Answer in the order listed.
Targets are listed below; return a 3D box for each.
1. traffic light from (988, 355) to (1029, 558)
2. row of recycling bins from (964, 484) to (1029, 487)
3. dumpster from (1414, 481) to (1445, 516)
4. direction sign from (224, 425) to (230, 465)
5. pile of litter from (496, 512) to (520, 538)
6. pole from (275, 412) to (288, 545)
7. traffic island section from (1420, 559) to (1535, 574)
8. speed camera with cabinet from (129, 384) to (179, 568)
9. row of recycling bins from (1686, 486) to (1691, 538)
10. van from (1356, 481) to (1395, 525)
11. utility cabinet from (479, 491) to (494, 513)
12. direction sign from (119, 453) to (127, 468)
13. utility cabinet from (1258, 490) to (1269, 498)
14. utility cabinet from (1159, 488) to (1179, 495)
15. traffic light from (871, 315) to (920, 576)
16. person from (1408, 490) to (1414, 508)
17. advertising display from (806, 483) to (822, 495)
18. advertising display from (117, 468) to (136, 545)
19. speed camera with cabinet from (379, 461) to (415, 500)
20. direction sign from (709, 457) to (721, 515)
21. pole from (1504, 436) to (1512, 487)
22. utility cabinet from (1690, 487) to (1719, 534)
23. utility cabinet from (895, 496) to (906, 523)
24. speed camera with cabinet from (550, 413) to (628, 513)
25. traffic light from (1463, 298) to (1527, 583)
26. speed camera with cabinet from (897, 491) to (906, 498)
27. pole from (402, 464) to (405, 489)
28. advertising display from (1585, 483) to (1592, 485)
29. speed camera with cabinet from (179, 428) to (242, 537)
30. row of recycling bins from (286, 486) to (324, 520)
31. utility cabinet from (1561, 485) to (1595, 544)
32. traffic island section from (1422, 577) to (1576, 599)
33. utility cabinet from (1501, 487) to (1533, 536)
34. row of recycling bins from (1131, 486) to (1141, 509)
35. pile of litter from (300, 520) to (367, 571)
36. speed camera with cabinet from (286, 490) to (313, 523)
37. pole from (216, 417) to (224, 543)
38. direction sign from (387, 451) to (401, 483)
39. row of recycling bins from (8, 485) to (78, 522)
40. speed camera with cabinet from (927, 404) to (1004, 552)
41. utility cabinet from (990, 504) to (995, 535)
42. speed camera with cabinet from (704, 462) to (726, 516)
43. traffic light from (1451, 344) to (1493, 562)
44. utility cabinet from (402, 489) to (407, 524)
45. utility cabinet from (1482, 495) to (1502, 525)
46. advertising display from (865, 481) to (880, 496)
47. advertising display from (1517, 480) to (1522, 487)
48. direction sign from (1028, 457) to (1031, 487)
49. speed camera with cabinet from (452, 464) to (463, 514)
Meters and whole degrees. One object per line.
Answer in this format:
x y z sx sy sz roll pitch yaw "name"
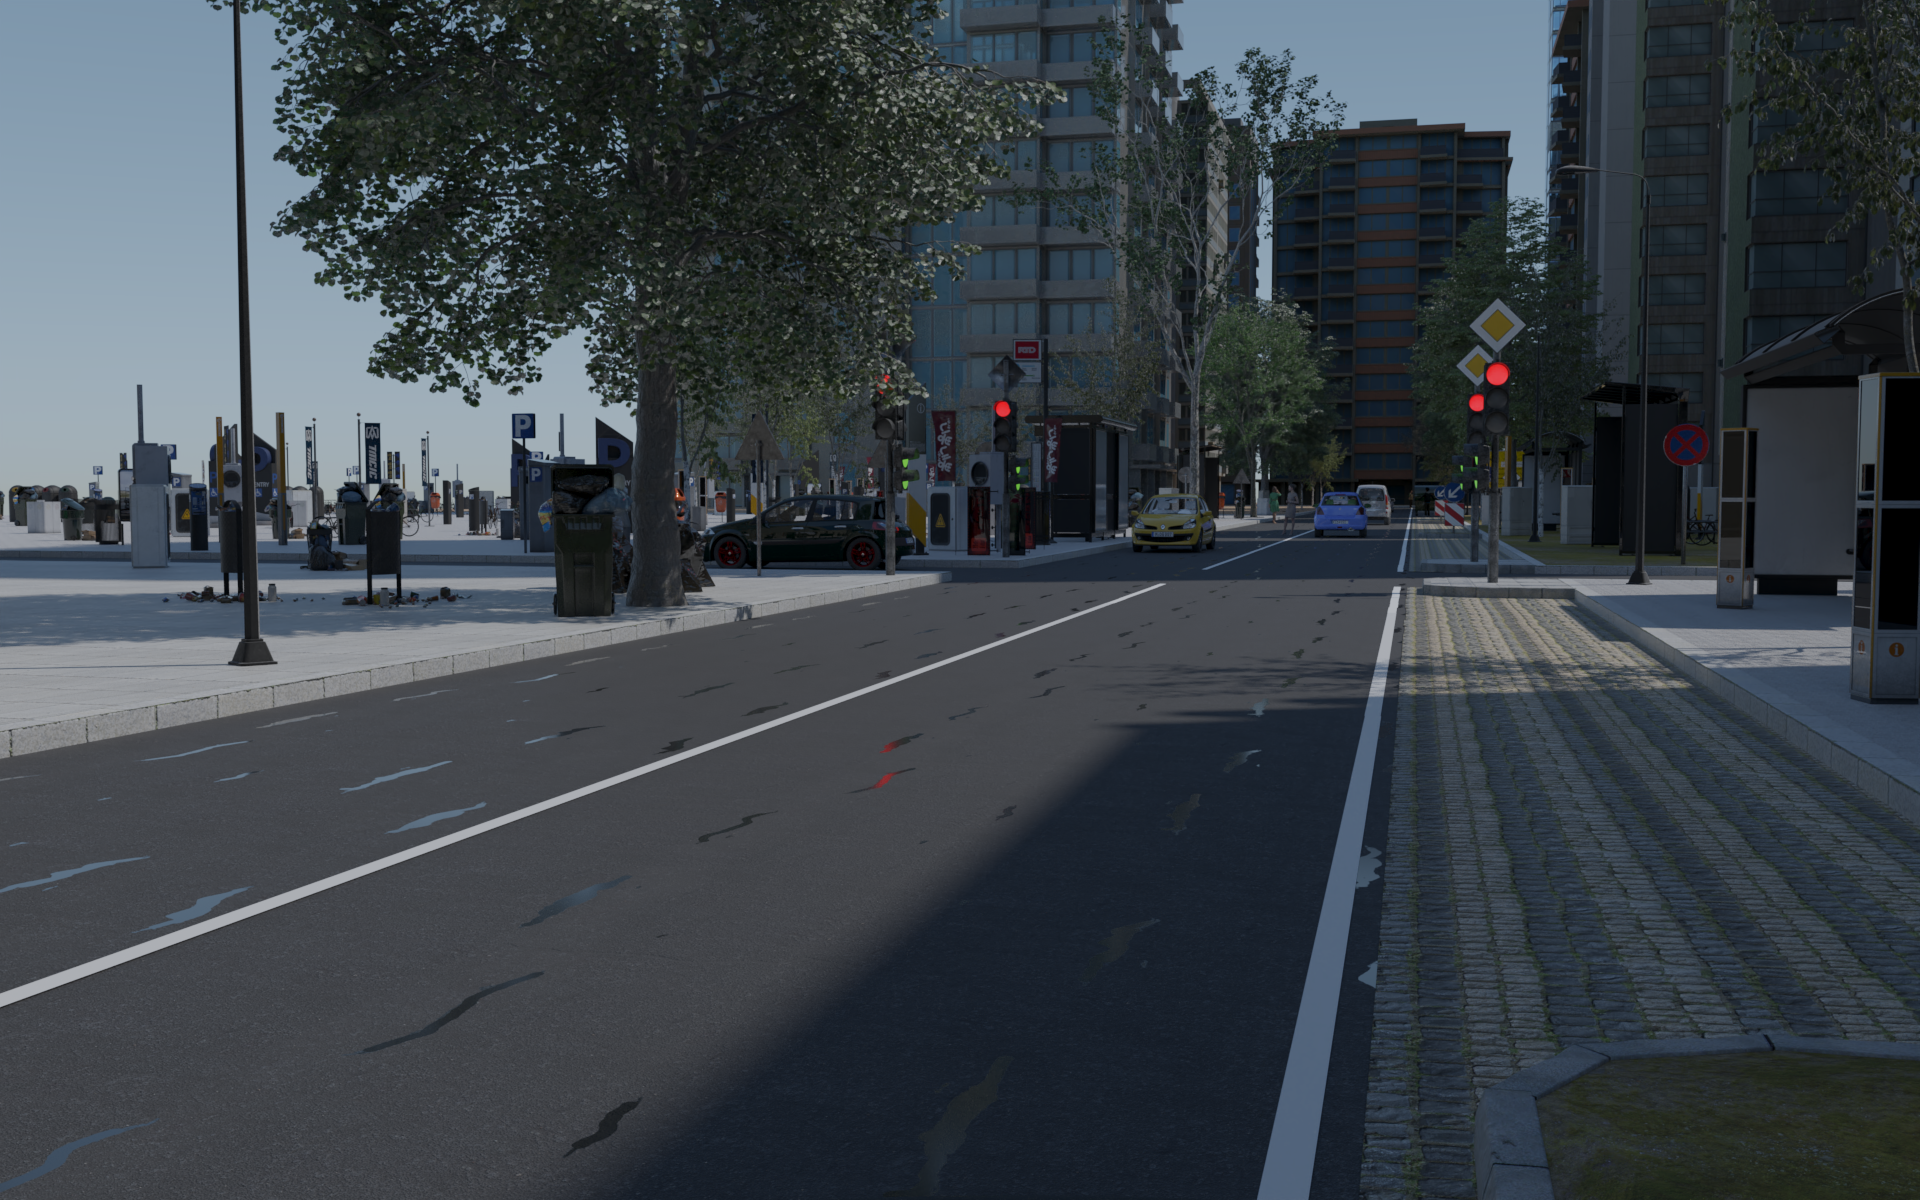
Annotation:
0.946 -2.815 34.943 0.839 4.253 0.868 1 4 15 "traffic light"
1.575 -4.175 75.375 3.534 1.692 1.069 2 4 32 "row of recycling bins"
30.507 -6.582 112.566 1.985 2.255 1.502 1 4 14 "dumpster"
-24.258 -3.998 57.364 0.379 3.537 0.876 -2 4 -31 "direction sign"
-12.947 -2.250 50.758 1.176 0.858 1.719 -2 4 -32 "pile of litter"
-16.928 -3.019 43.209 0.158 3.312 0.155 0 3 0 "pole"
9.751 -0.642 32.771 2.009 0.180 2.903 1 4 15 "traffic island section"
-14.370 -2.228 30.766 0.660 3.252 2.038 -1 4 -22 "speed camera with cabinet"
20.769 -2.675 50.842 1.069 1.692 3.534 1 4 18 "row of recycling bins"
19.367 -4.547 81.348 2.013 2.044 4.112 1 4 15 "van"
-30.229 -6.203 110.095 1.173 1.500 0.318 0 4 4 "utility cabinet"
-45.794 -6.292 94.870 0.876 3.537 0.379 3 5 42 "direction sign"
18.479 -5.917 105.424 0.318 1.500 1.173 2 4 28 "utility cabinet"
7.664 -3.351 63.472 0.318 1.500 1.173 -1 4 -16 "utility cabinet"
-1.081 -2.342 27.219 0.839 4.253 0.868 1 4 15 "traffic light"
46.448 -10.376 178.244 0.705 1.812 1.348 3 5 41 "person"
-8.478 -5.835 100.618 0.974 1.923 0.123 -2 4 -33 "advertising display"
-20.653 -2.349 43.618 0.974 1.923 0.123 -3 4 -36 "advertising display"
-33.512 -6.649 103.053 2.038 3.252 0.660 -1 4 -21 "speed camera with cabinet"
-15.023 -6.981 106.129 0.379 3.537 0.876 3 5 45 "direction sign"
19.278 -4.105 60.965 0.158 3.312 0.155 0 3 0 "pole"
23.727 -2.864 55.503 0.318 1.500 1.173 -3 4 -39 "utility cabinet"
-1.592 -1.947 42.998 0.306 1.237 1.020 -1 4 -15 "utility cabinet"
-9.067 -2.935 42.321 2.038 3.252 0.660 2 4 31 "speed camera with cabinet"
7.688 -2.203 24.942 0.839 4.253 0.868 1 4 15 "traffic light"
-2.508 -5.508 84.386 0.660 3.252 2.038 1 4 16 "speed camera with cabinet"
-37.401 -7.502 116.501 0.158 3.312 0.155 0 3 0 "pole"
36.604 -5.797 99.997 0.974 1.923 0.123 2 4 32 "advertising display"
-22.526 -3.521 51.908 2.038 3.252 0.660 -1 4 -13 "speed camera with cabinet"
-33.597 -4.917 87.501 3.534 1.692 1.069 2 4 24 "row of recycling bins"
15.870 -2.157 43.954 1.173 1.500 0.318 -1 4 -12 "utility cabinet"
7.724 -0.169 25.046 2.009 0.180 2.903 1 4 15 "traffic island section"
17.078 -2.715 53.069 1.173 1.500 0.318 -3 4 -39 "utility cabinet"
8.747 -5.190 91.967 1.069 1.692 3.534 -1 4 -11 "row of recycling bins"
-10.668 -0.952 29.535 1.176 0.858 1.719 -1 4 -14 "pile of litter"
-29.585 -5.006 76.181 0.660 3.252 2.038 3 4 38 "speed camera with cabinet"
-19.511 -3.171 45.691 0.158 3.312 0.155 0 3 0 "pole"
-30.075 -6.118 92.030 0.876 3.537 0.379 2 4 24 "direction sign"
-41.896 -4.409 79.203 3.534 1.692 1.069 1 4 14 "row of recycling bins"
0.146 -2.713 38.695 0.660 3.252 2.038 -3 5 -44 "speed camera with cabinet"
1.018 -2.615 53.918 1.020 1.237 0.306 -1 4 -20 "utility cabinet"
-14.613 -6.701 103.892 2.038 3.252 0.660 2 4 30 "speed camera with cabinet"
9.715 -2.676 32.667 0.839 4.253 0.868 1 4 15 "traffic light"
-23.897 -3.947 73.212 0.318 1.500 1.173 1 4 22 "utility cabinet"
21.972 -3.694 71.564 0.306 1.237 1.020 -1 4 -17 "utility cabinet"
-4.413 -4.927 85.771 0.974 1.923 0.123 -2 4 -23 "advertising display"
25.318 -4.428 77.611 0.974 1.923 0.123 -2 4 -24 "advertising display"
4.371 -7.008 106.581 0.379 3.537 0.876 -1 4 -21 "direction sign"
-32.187 -7.284 113.429 2.038 3.252 0.660 -1 4 -16 "speed camera with cabinet"
